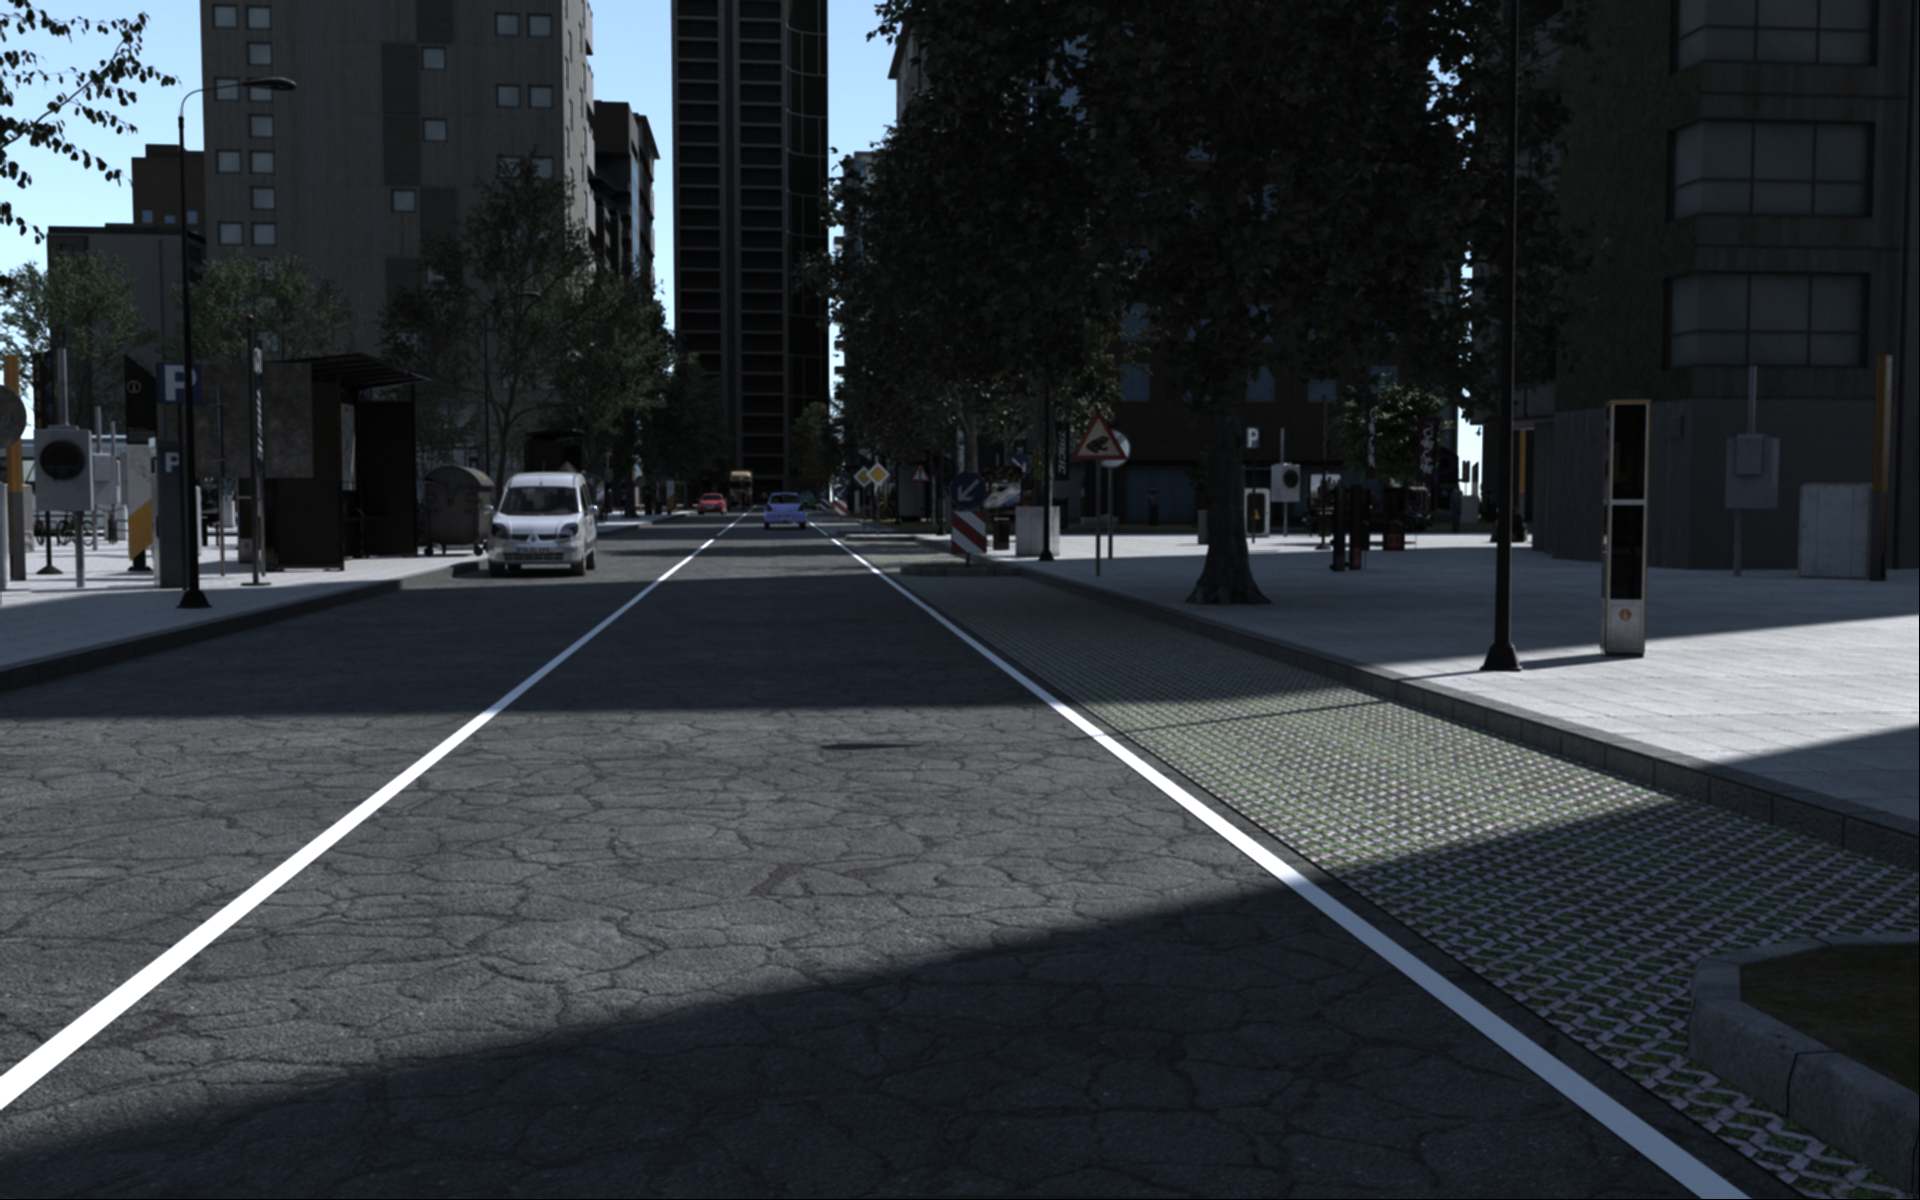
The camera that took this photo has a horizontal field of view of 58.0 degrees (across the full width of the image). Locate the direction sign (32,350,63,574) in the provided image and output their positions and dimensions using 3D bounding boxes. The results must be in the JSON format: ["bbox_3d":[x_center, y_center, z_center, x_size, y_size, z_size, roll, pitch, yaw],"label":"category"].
[{"bbox_3d":[-14.614,-2.183,27.693,0.876,3.537,0.379,3,5,44],"label":"direction sign"}]

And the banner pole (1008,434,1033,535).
[{"bbox_3d":[1.747,-3.945,54.512,0.863,3.779,0.401,2,4,30],"label":"banner pole"}]

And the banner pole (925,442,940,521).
[{"bbox_3d":[-1.242,-5.655,82.484,0.401,3.779,0.863,-2,4,-24],"label":"banner pole"}]

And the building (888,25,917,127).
[{"bbox_3d":[7.308,-36.841,191.587,28.713,52.752,27.495,0,4,-6],"label":"building"}]

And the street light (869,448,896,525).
[{"bbox_3d":[-3.169,-6.125,72.678,1.470,5.913,1.316,0,4,-6],"label":"street light"}]

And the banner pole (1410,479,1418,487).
[{"bbox_3d":[35.800,-8.981,136.860,0.863,3.779,0.401,0,4,4],"label":"banner pole"}]

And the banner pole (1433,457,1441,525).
[{"bbox_3d":[19.713,-4.999,71.750,0.401,3.779,0.863,1,4,21],"label":"banner pole"}]

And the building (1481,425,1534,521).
[{"bbox_3d":[37.475,-28.132,83.661,21.600,48.544,21.300,0,4,-6],"label":"building"}]

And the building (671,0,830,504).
[{"bbox_3d":[-28.194,-48.794,236.028,20.611,71.187,20.563,0,4,-6],"label":"building"}]

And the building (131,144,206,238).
[{"bbox_3d":[-97.197,-35.173,225.187,14.200,45.320,14.600,0,4,-6],"label":"building"}]

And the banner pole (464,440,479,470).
[{"bbox_3d":[-22.717,-5.529,80.413,0.863,3.779,0.401,0,4,-3],"label":"banner pole"}]

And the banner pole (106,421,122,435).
[{"bbox_3d":[-29.090,-4.264,59.734,0.863,3.779,0.401,2,4,24],"label":"banner pole"}]

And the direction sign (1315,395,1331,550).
[{"bbox_3d":[8.387,-2.930,39.899,0.379,3.537,0.876,1,4,17],"label":"direction sign"}]

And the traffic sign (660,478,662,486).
[{"bbox_3d":[-21.851,-7.831,128.148,0.768,2.556,0.104,0,4,-3],"label":"traffic sign"}]

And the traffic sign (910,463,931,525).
[{"bbox_3d":[-1.667,-4.450,72.754,0.884,2.594,0.081,0,4,2],"label":"traffic sign"}]

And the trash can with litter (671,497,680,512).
[{"bbox_3d":[-20.719,-7.020,126.170,0.624,1.170,1.055,-3,5,-40],"label":"trash can with litter"}]

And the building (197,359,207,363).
[{"bbox_3d":[-65.460,-53.411,185.939,31.000,86.520,22.319,0,4,-6],"label":"building"}]

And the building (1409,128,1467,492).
[{"bbox_3d":[43.123,-33.271,198.604,28.867,44.769,22.147,0,4,-6],"label":"building"}]

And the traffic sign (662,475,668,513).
[{"bbox_3d":[-19.544,-7.072,115.725,0.768,2.556,0.104,0,4,-5],"label":"traffic sign"}]

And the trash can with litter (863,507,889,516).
[{"bbox_3d":[-4.542,-5.511,101.162,2.233,1.210,1.678,0,4,-3],"label":"trash can with litter"}]

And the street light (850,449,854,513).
[{"bbox_3d":[-5.297,-7.378,93.179,1.470,5.913,1.316,0,4,-6],"label":"street light"}]

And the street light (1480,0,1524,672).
[{"bbox_3d":[3.428,-2.441,12.452,1.470,5.913,1.316,0,4,-6],"label":"street light"}]

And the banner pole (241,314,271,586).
[{"bbox_3d":[-9.925,-2.107,24.460,0.401,3.779,0.863,0,4,-7],"label":"banner pole"}]

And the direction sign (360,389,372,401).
[{"bbox_3d":[-12.318,-2.678,35.777,0.379,3.537,0.876,-3,5,-43],"label":"direction sign"}]

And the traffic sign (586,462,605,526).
[{"bbox_3d":[-14.530,-4.214,69.006,0.768,2.556,0.104,0,3,0],"label":"traffic sign"}]

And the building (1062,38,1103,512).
[{"bbox_3d":[3.996,-30.933,155.862,14.600,45.320,14.200,0,4,-6],"label":"building"}]

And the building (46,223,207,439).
[{"bbox_3d":[-89.118,-25.508,188.757,14.107,30.474,14.160,0,4,-6],"label":"building"}]

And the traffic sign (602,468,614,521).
[{"bbox_3d":[-17.025,-5.086,83.263,0.768,2.556,0.104,0,4,-5],"label":"traffic sign"}]

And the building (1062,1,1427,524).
[{"bbox_3d":[11.937,-26.234,79.032,14.200,45.320,14.600,0,4,-6],"label":"building"}]

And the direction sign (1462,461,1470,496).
[{"bbox_3d":[34.193,-7.650,117.072,0.876,3.537,0.379,-3,5,-41],"label":"direction sign"}]

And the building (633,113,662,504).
[{"bbox_3d":[-53.359,-39.612,236.898,27.495,52.752,28.713,0,4,-6],"label":"building"}]

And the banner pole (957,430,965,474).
[{"bbox_3d":[0.148,-3.844,52.864,0.401,3.779,0.863,-3,4,-39],"label":"banner pole"}]

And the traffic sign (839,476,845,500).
[{"bbox_3d":[-7.938,-7.269,118.955,0.768,2.556,0.104,0,4,0],"label":"traffic sign"}]

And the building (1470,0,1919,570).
[{"bbox_3d":[18.540,-21.527,35.558,14.154,41.232,14.086,0,4,-6],"label":"building"}]

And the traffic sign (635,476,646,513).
[{"bbox_3d":[-22.110,-7.330,119.949,0.768,2.556,0.104,0,4,-5],"label":"traffic sign"}]

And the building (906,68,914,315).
[{"bbox_3d":[2.202,-31.807,170.150,14.600,45.320,14.200,0,4,-6],"label":"building"}]

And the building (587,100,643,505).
[{"bbox_3d":[-43.444,-33.252,193.786,14.200,45.320,14.600,0,4,-6],"label":"building"}]

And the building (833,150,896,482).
[{"bbox_3d":[-2.328,-37.978,240.553,30.456,49.044,23.786,0,4,-6],"label":"building"}]

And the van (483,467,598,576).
[{"bbox_3d":[-7.567,-1.499,31.526,2.013,2.044,4.112,0,4,-8],"label":"van"}]

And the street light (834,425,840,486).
[{"bbox_3d":[-7.680,-8.689,114.611,1.470,5.913,1.316,0,4,-6],"label":"street light"}]

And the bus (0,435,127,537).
[{"bbox_3d":[-32.594,-3.653,54.589,13.247,3.499,2.948,0,4,-5],"label":"bus"}]

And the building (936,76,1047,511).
[{"bbox_3d":[10.975,-49.110,115.619,22.319,86.520,31.000,0,4,-6],"label":"building"}]

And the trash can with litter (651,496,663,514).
[{"bbox_3d":[-19.242,-5.964,108.904,1.055,1.170,0.624,1,4,9],"label":"trash can with litter"}]

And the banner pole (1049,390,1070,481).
[{"bbox_3d":[2.291,-3.112,40.903,0.863,3.779,0.401,-3,4,-36],"label":"banner pole"}]

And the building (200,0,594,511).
[{"bbox_3d":[-45.314,-34.014,145.367,28.713,52.752,27.495,0,4,-6],"label":"building"}]

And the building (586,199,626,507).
[{"bbox_3d":[-40.247,-24.221,167.722,14.160,30.474,14.107,0,4,-6],"label":"building"}]

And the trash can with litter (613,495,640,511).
[{"bbox_3d":[-25.717,-7.477,133.306,2.233,1.210,1.678,0,4,6],"label":"trash can with litter"}]
